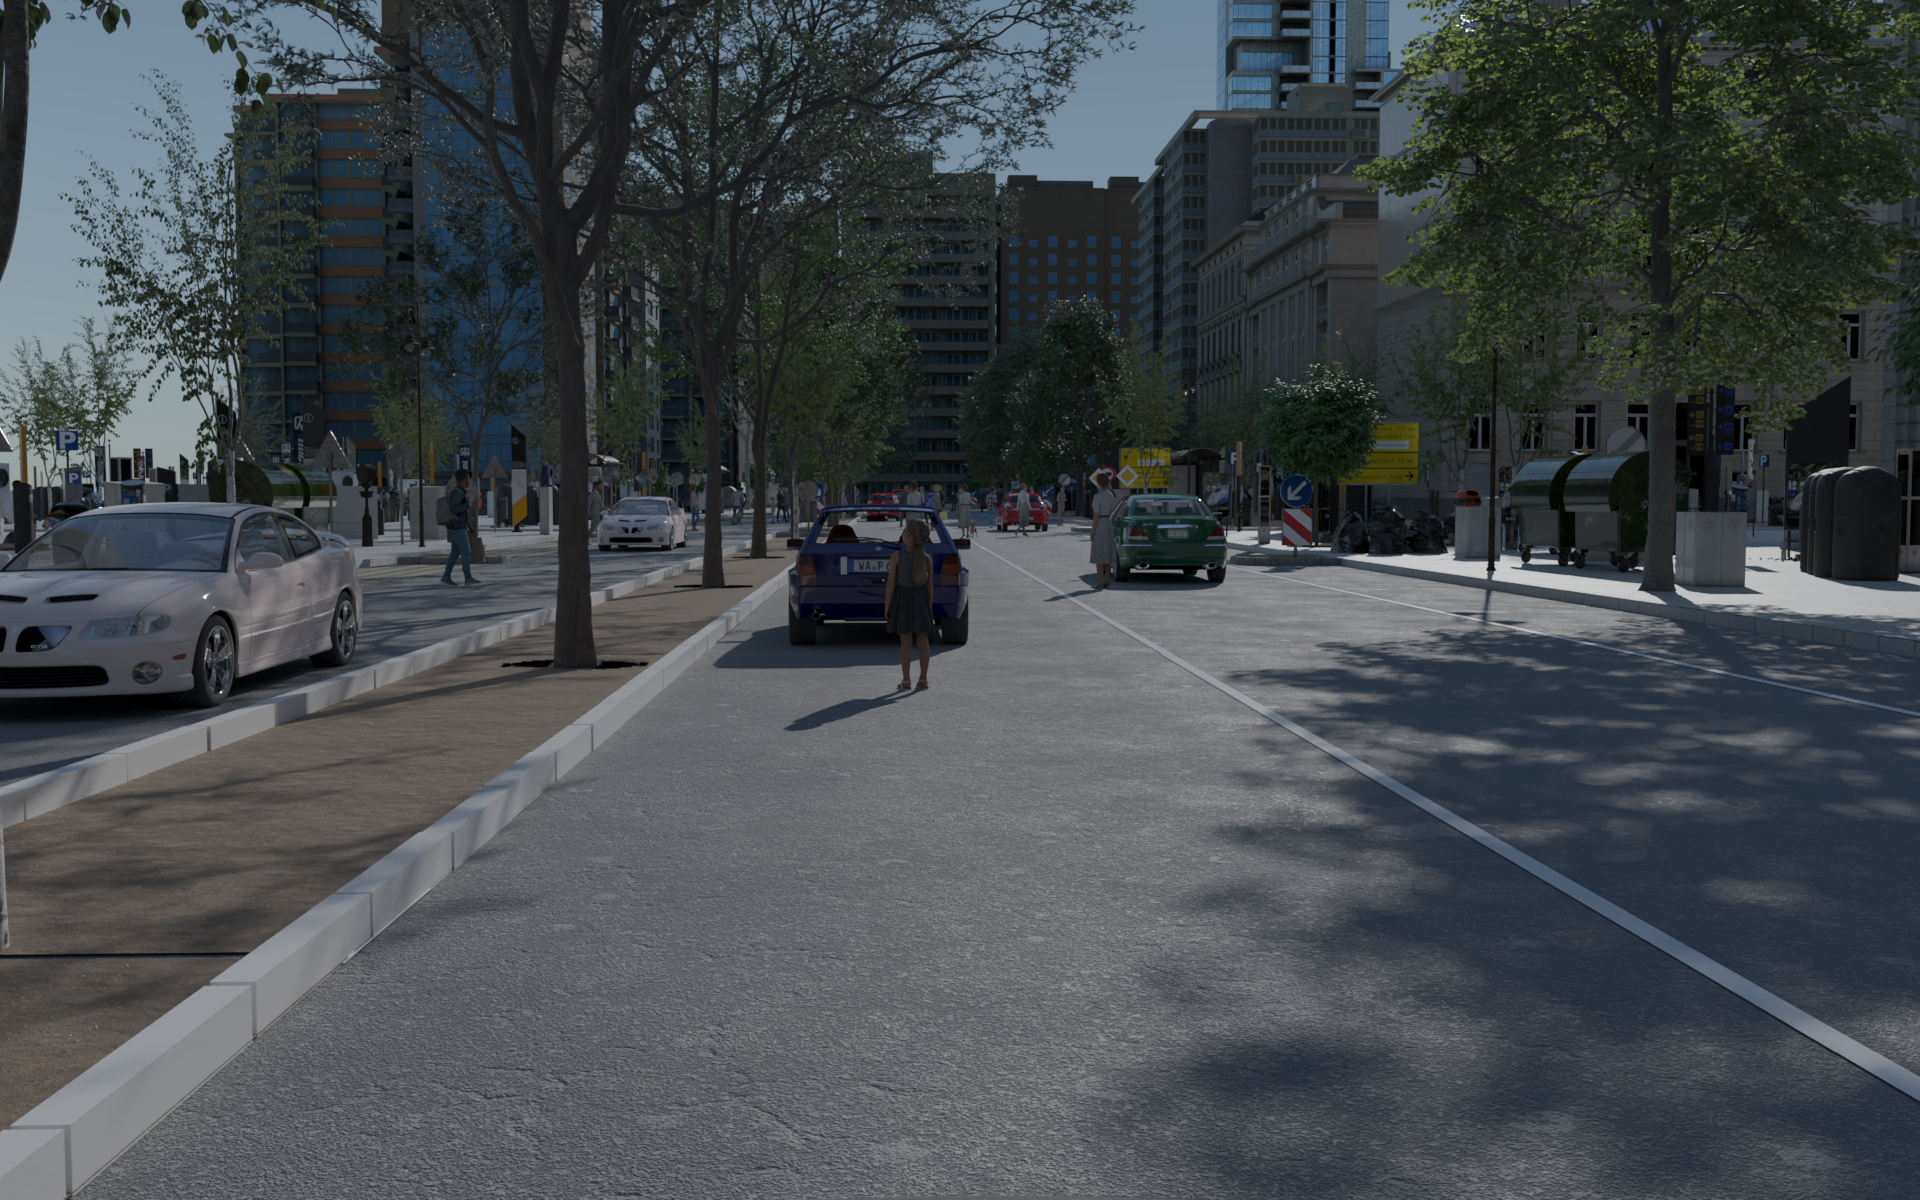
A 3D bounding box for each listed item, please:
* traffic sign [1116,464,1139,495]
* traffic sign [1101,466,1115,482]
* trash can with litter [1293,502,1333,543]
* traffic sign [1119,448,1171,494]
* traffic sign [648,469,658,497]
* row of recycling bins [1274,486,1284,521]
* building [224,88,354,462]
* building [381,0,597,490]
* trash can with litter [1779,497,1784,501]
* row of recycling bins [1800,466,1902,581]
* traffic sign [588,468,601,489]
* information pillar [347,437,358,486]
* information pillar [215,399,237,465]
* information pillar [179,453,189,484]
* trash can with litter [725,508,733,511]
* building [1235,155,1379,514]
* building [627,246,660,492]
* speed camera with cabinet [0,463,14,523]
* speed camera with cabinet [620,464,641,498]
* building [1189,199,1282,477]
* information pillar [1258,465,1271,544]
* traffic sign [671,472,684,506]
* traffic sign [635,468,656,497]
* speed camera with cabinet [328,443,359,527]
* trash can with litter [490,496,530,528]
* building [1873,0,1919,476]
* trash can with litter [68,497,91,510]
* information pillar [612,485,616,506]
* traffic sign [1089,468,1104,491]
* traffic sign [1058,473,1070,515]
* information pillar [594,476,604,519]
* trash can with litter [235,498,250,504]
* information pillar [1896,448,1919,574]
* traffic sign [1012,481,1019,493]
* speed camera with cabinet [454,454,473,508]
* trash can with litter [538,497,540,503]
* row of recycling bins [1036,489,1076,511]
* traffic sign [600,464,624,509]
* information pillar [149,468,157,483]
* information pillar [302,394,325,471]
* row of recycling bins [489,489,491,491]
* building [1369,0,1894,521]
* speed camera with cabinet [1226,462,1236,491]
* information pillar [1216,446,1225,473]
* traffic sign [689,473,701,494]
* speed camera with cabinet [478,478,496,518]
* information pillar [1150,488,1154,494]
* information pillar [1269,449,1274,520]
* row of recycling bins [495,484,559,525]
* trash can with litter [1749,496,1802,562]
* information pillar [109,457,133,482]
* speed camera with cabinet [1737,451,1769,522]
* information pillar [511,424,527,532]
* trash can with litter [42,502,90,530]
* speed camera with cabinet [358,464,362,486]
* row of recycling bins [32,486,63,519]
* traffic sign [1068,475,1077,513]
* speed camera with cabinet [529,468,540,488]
[{"bbox_3d":[5.635,-3.347,58.362,0.795,2.450,0.064,0,4,-2],"label":"traffic sign"},{"bbox_3d":[6.658,-4.797,78.537,0.768,2.556,0.104,0,4,6],"label":"traffic sign"},{"bbox_3d":[9.306,-2.090,45.566,1.055,1.170,0.624,-1,4,-21],"label":"trash can with litter"},{"bbox_3d":[8.122,-5.020,75.949,2.265,3.308,0.079,0,4,1],"label":"traffic sign"},{"bbox_3d":[-15.753,-5.381,88.085,0.768,2.556,0.104,0,4,5],"label":"traffic sign"},{"bbox_3d":[16.027,-4.733,84.498,1.069,1.692,3.534,0,4,-2],"label":"row of recycling bins"},{"bbox_3d":[-62.910,-32.750,190.093,28.867,44.769,22.147,0,4,-2],"label":"building"},{"bbox_3d":[-39.041,-30.345,146.253,14.600,45.320,14.200,0,4,-2],"label":"building"},{"bbox_3d":[64.828,-7.602,135.676,1.055,1.170,0.624,2,4,23],"label":"trash can with litter"},{"bbox_3d":[13.844,-1.221,27.081,1.069,1.692,3.534,1,4,17],"label":"row of recycling bins"},{"bbox_3d":[-17.854,-5.148,84.280,0.768,2.556,0.104,0,4,-1],"label":"traffic sign"},{"bbox_3d":[-24.990,-4.886,71.236,0.504,3.616,0.183,2,4,24],"label":"information pillar"},{"bbox_3d":[-17.500,-3.057,41.335,0.504,3.616,0.183,-3,5,-43],"label":"information pillar"},{"bbox_3d":[-44.167,-6.561,98.632,0.504,3.616,0.183,-1,4,-20],"label":"information pillar"},{"bbox_3d":[-18.487,-7.530,134.180,2.233,1.210,1.678,0,4,-3],"label":"trash can with litter"},{"bbox_3d":[26.393,-16.403,109.983,13.314,21.916,24.055,0,4,-2],"label":"building"},{"bbox_3d":[-41.303,-25.896,195.096,14.107,30.474,14.160,0,4,-2],"label":"building"},{"bbox_3d":[-41.978,-5.004,76.158,0.660,3.252,2.038,0,4,7],"label":"speed camera with cabinet"},{"bbox_3d":[-21.578,-7.289,113.511,0.660,3.252,2.038,1,4,16],"label":"speed camera with cabinet"},{"bbox_3d":[24.583,-18.543,132.054,11.050,23.489,19.941,0,4,-2],"label":"building"},{"bbox_3d":[7.834,-2.452,44.588,0.304,2.012,0.304,0,4,4],"label":"information pillar"},{"bbox_3d":[-16.444,-6.151,100.679,0.768,2.556,0.104,0,4,3],"label":"traffic sign"},{"bbox_3d":[-11.919,-3.793,65.665,0.795,2.450,0.064,0,4,-2],"label":"traffic sign"},{"bbox_3d":[-24.406,-4.445,67.015,0.660,3.252,2.038,2,4,25],"label":"speed camera with cabinet"},{"bbox_3d":[-17.175,-3.383,66.367,1.678,1.210,2.233,2,4,26],"label":"trash can with litter"},{"bbox_3d":[30.158,-11.698,33.060,13.314,21.916,24.055,0,4,-2],"label":"building"},{"bbox_3d":[-22.059,-2.024,44.144,2.233,1.210,1.678,0,4,-7],"label":"trash can with litter"},{"bbox_3d":[-26.721,-7.894,133.551,0.304,2.012,0.304,-2,4,-30],"label":"information pillar"},{"bbox_3d":[5.312,-3.835,66.341,0.795,2.450,0.064,0,4,-2],"label":"traffic sign"},{"bbox_3d":[6.415,-6.525,106.784,0.768,2.556,0.104,0,4,-1],"label":"traffic sign"},{"bbox_3d":[-14.828,-4.077,71.152,0.304,2.012,0.304,-3,5,-45],"label":"information pillar"},{"bbox_3d":[-13.580,-1.374,33.518,1.678,1.210,2.233,1,4,18],"label":"trash can with litter"},{"bbox_3d":[15.347,-1.438,28.002,0.304,2.012,0.304,-1,4,-15],"label":"information pillar"},{"bbox_3d":[4.403,-8.296,137.770,0.606,2.300,0.079,0,4,6],"label":"traffic sign"},{"bbox_3d":[-25.057,-5.572,85.441,0.660,3.252,2.038,2,4,25],"label":"speed camera with cabinet"},{"bbox_3d":[-32.048,-7.231,129.620,0.624,1.170,1.055,3,5,40],"label":"trash can with litter"},{"bbox_3d":[7.490,-7.640,132.029,3.534,1.692,1.069,-1,4,-21],"label":"row of recycling bins"},{"bbox_3d":[-11.596,-3.305,57.686,0.795,2.450,0.064,0,4,-2],"label":"traffic sign"},{"bbox_3d":[-22.798,-2.736,49.221,0.304,2.012,0.304,2,4,27],"label":"information pillar"},{"bbox_3d":[-15.148,-3.012,40.601,0.504,3.616,0.183,-1,4,-9],"label":"information pillar"},{"bbox_3d":[-35.324,-7.581,131.068,3.534,1.692,1.069,3,5,44],"label":"row of recycling bins"},{"bbox_3d":[34.660,-17.752,87.505,25.104,27.353,12.463,0,4,-2],"label":"building"},{"bbox_3d":[17.339,-7.249,112.850,0.660,3.252,2.038,1,4,19],"label":"speed camera with cabinet"},{"bbox_3d":[12.727,-5.702,84.574,0.504,3.616,0.183,-2,4,-31],"label":"information pillar"},{"bbox_3d":[-16.293,-6.503,106.429,0.768,2.556,0.104,0,4,3],"label":"traffic sign"},{"bbox_3d":[-25.904,-6.139,94.716,2.038,3.252,0.660,-1,4,-16],"label":"speed camera with cabinet"},{"bbox_3d":[12.679,-6.763,115.068,0.304,2.012,0.304,3,4,36],"label":"information pillar"},{"bbox_3d":[15.157,-5.687,84.338,0.183,3.616,0.504,2,4,27],"label":"information pillar"},{"bbox_3d":[-17.486,-3.970,72.027,3.534,1.692,1.069,-1,4,-23],"label":"row of recycling bins"},{"bbox_3d":[16.058,-1.338,32.927,1.678,1.210,2.233,1,4,16],"label":"trash can with litter"},{"bbox_3d":[-16.683,-1.835,34.487,0.304,2.012,0.304,2,4,28],"label":"information pillar"},{"bbox_3d":[36.325,-5.201,79.366,0.660,3.252,2.038,0,4,-1],"label":"speed camera with cabinet"},{"bbox_3d":[-14.761,-4.071,57.921,0.504,3.616,0.183,-1,4,-15],"label":"information pillar"},{"bbox_3d":[-12.721,-0.814,24.701,0.624,1.170,1.055,-2,4,-26],"label":"trash can with litter"},{"bbox_3d":[-39.992,-7.267,113.146,2.038,3.252,0.660,-1,4,-16],"label":"speed camera with cabinet"},{"bbox_3d":[-46.254,-4.979,88.527,3.534,1.692,1.069,2,4,35],"label":"row of recycling bins"},{"bbox_3d":[7.538,-7.120,116.522,0.768,2.556,0.104,0,4,1],"label":"traffic sign"},{"bbox_3d":[-32.786,-8.412,131.874,0.660,3.252,2.038,1,4,20],"label":"speed camera with cabinet"}]
